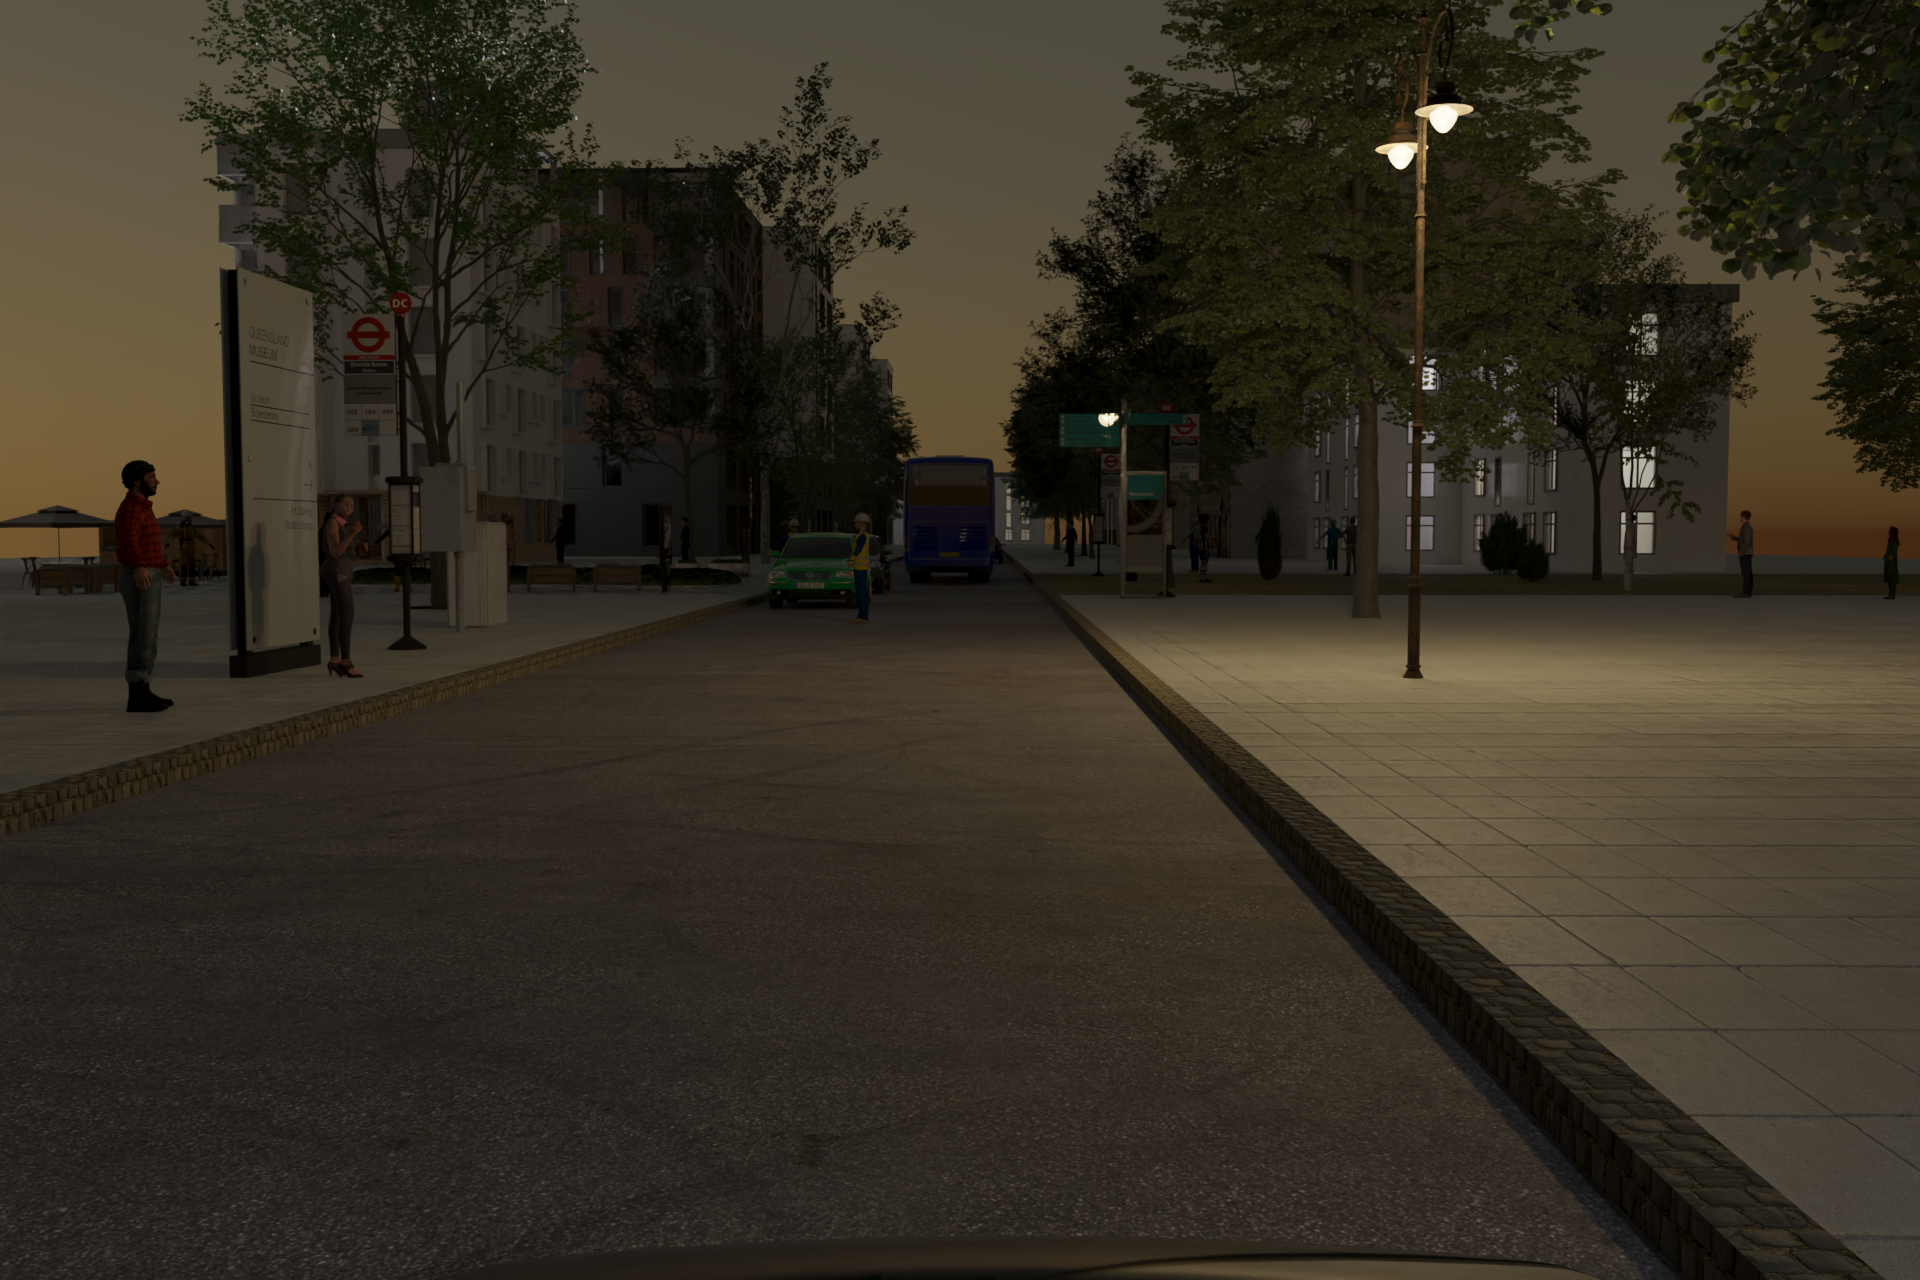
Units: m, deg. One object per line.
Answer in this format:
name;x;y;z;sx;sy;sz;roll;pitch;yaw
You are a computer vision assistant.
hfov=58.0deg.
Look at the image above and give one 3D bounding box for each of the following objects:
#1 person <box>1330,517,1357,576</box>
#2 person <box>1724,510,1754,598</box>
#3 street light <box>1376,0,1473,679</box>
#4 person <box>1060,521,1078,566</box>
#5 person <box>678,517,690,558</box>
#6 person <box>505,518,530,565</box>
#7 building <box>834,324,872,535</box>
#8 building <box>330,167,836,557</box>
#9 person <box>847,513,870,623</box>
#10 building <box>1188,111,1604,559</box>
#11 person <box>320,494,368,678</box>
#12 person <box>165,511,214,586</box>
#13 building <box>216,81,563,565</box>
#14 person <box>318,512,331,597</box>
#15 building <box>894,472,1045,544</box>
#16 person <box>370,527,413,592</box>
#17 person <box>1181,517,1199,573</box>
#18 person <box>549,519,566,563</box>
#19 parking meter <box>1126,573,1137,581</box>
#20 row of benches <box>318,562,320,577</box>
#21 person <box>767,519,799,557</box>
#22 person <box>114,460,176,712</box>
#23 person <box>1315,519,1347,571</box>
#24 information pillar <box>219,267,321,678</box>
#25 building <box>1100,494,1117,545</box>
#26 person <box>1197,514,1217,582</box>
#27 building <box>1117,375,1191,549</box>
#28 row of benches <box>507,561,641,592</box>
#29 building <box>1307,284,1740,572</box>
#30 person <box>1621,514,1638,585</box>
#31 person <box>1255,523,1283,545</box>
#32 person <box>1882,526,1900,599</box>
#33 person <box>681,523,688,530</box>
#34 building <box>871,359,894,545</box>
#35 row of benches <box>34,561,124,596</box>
person;11.992;-2.858;52.997;1.348;1.796;0.705;0;4;-6
person;15.754;-1.745;35.112;0.617;1.759;0.750;-3;5;-43
street light;4.042;-2.598;15.268;0.468;5.910;1.993;0;4;0
person;4.377;-3.824;68.707;0.705;1.806;1.347;-2;4;-23
person;-8.798;-3.015;55.236;0.705;1.837;1.347;0;4;-3
person;-12.760;-2.599;49.294;1.217;1.733;0.721;1;4;22
building;-23.390;-19.743;166.765;27.936;21.610;32.646;0;4;1
building;-23.646;-16.480;113.416;27.936;21.610;32.646;0;4;2
person;-1.675;-1.164;27.953;0.721;1.772;1.216;0;4;4
building;23.333;-16.323;97.814;19.493;23.208;18.063;0;4;1
person;-5.507;-0.494;15.585;0.593;1.643;0.415;2;4;32
person;-18.962;-2.248;42.522;0.705;1.858;1.354;2;4;30
building;-25.066;-13.298;73.850;16.016;20.090;11.380;0;4;1
person;-12.848;-1.736;35.162;0.721;1.737;1.214;2;4;32
building;-2.472;-17.494;230.632;28.070;9.664;9.099;0;4;-8
person;-12.421;-1.983;38.552;1.346;1.812;0.704;-1;4;-18
person;7.737;-3.146;57.298;0.705;1.847;1.347;-2;4;-24
person;-13.462;-3.178;58.192;0.704;1.802;1.346;0;4;7
parking meter;4.631;-2.362;47.028;0.372;1.533;0.369;0;3;0
row of benches;-16.909;-1.784;44.634;1.422;0.672;4.104;0;4;5
person;-3.775;-1.850;39.173;1.216;1.772;0.721;-1;4;-23
person;-5.910;-0.396;12.581;0.704;1.816;1.345;-1;4;-17
person;13.114;-3.357;61.011;1.347;1.817;0.704;-2;4;-24
information pillar;-6.403;-1.518;16.141;0.184;3.620;1.656;0;4;2
building;25.988;-20.794;206.443;16.747;18.905;31.486;0;4;1
person;6.562;-2.455;46.283;0.704;1.843;1.345;-1;4;-9
building;24.450;-20.102;159.593;19.493;23.208;18.063;0;4;1
row of benches;-9.240;-1.428;38.815;4.104;0.672;1.422;-1;4;-12
building;21.641;-7.960;72.294;9.099;9.664;28.070;0;4;0
person;16.817;-2.286;43.558;0.705;1.806;1.347;1;4;22
person;10.022;-3.036;56.351;0.721;1.740;1.216;-3;4;-36
person;18.296;-1.524;34.132;0.599;1.438;0.989;1;4;22
person;-10.185;-3.562;64.370;0.705;1.813;1.348;-1;4;-8
building;-22.448;-21.792;200.278;27.936;21.610;32.646;0;4;1
row of benches;-19.025;-1.375;37.939;1.422;0.672;4.104;0;4;-2
